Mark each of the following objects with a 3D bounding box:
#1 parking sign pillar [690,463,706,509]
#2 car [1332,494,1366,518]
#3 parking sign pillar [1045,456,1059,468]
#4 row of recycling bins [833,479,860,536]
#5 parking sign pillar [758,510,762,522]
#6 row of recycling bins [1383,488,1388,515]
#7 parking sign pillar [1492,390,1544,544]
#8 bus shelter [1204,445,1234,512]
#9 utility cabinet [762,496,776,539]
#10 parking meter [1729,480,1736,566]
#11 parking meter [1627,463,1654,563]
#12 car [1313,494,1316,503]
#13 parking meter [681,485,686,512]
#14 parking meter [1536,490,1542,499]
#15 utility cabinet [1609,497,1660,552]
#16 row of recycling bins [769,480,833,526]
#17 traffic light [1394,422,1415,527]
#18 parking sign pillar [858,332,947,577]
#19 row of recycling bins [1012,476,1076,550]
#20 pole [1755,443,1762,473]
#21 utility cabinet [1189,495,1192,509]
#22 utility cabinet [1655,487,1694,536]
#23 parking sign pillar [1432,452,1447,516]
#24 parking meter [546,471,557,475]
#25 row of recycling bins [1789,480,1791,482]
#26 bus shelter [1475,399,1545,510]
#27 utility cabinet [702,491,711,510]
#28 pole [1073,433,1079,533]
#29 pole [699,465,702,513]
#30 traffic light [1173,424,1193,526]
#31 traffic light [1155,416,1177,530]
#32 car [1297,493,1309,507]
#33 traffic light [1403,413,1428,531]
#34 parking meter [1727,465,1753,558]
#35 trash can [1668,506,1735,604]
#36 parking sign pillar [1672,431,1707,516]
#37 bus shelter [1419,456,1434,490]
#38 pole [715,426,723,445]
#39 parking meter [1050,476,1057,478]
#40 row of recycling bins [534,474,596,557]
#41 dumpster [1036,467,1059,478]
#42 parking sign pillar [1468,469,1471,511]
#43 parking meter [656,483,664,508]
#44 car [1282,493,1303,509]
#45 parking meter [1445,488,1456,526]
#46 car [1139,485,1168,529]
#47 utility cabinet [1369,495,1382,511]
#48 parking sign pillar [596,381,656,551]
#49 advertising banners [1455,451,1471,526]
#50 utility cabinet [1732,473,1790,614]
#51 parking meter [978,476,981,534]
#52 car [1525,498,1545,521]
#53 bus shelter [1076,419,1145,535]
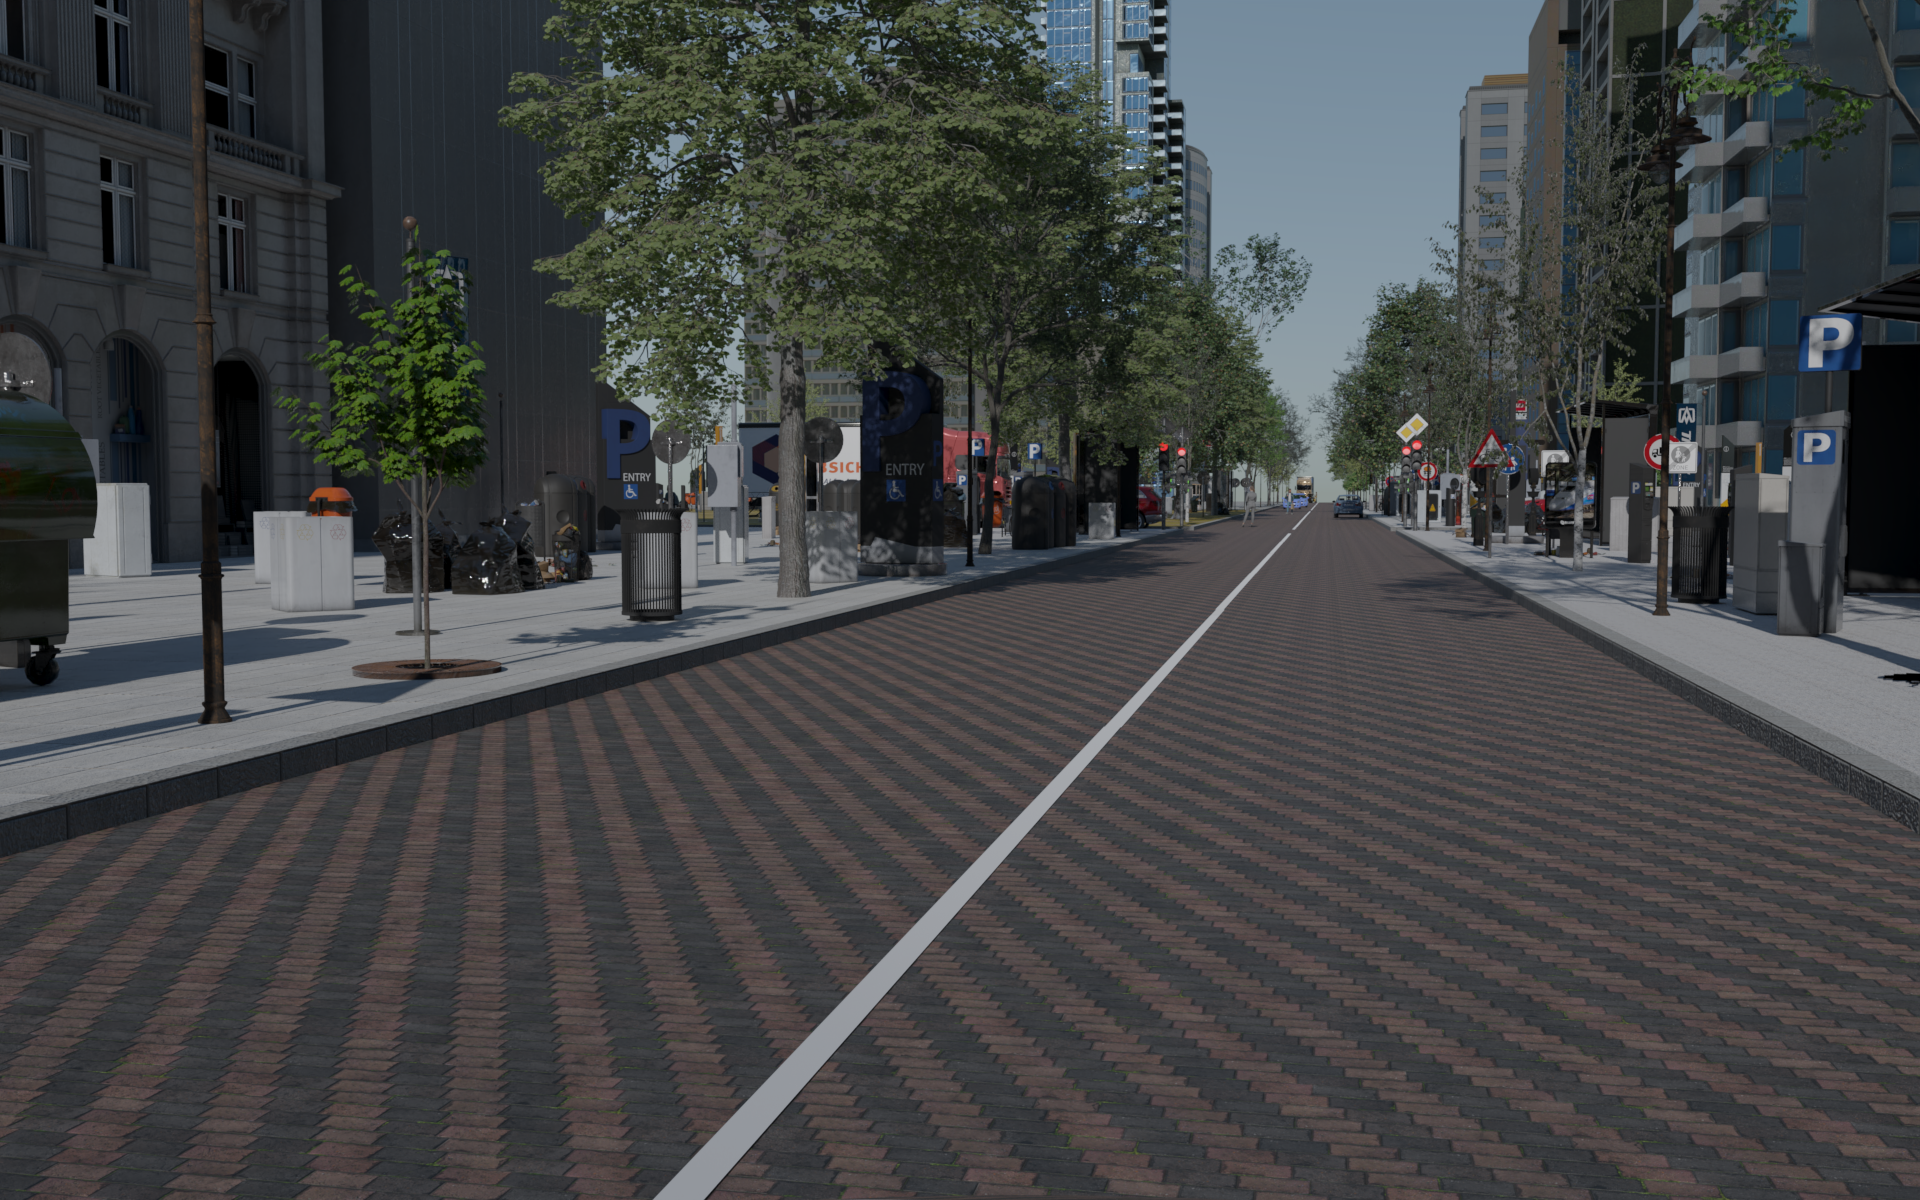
[{"bbox_3d":[-22.399,-9.758,148.021,1.447,3.967,1.447,1,4,18],"label":"parking sign pillar"},{"bbox_3d":[23.621,-5.702,105.232,2.014,1.417,4.499,1,4,13],"label":"car"},{"bbox_3d":[6.786,-8.290,124.018,1.447,3.967,1.447,0,4,-8],"label":"parking sign pillar"},{"bbox_3d":[-1.958,-2.663,50.648,3.534,1.692,1.069,3,4,38],"label":"row of recycling bins"},{"bbox_3d":[-8.475,-5.526,78.830,1.447,3.967,1.447,0,4,5],"label":"parking sign pillar"},{"bbox_3d":[26.274,-6.011,105.391,1.069,1.692,3.534,1,4,13],"label":"row of recycling bins"},{"bbox_3d":[14.585,-3.480,45.374,1.447,3.967,1.447,1,4,16],"label":"parking sign pillar"},{"bbox_3d":[19.358,-9.291,129.541,2.179,5.291,8.768,1,4,12],"label":"bus shelter"},{"bbox_3d":[-5.537,-2.382,50.115,0.306,1.237,1.020,0,4,0],"label":"utility cabinet"},{"bbox_3d":[13.934,-1.373,30.865,0.372,1.533,0.369,0,3,0],"label":"parking meter"},{"bbox_3d":[12.629,-1.616,32.126,0.255,1.863,0.399,-2,4,-26],"label":"parking meter"},{"bbox_3d":[58.469,-17.024,288.570,2.015,1.641,3.980,1,4,14],"label":"car"},{"bbox_3d":[-17.890,-6.500,111.983,0.255,1.863,0.399,0,4,-2],"label":"parking meter"},{"bbox_3d":[39.706,-6.748,118.735,0.372,1.533,0.369,0,3,0],"label":"parking meter"},{"bbox_3d":[15.141,-1.694,38.853,1.020,1.237,0.306,2,4,32],"label":"utility cabinet"},{"bbox_3d":[-5.424,-3.305,61.145,3.534,1.692,1.069,3,5,42],"label":"row of recycling bins"},{"bbox_3d":[17.503,-4.842,68.080,0.839,4.253,0.868,1,4,12],"label":"traffic light"},{"bbox_3d":[-0.925,-2.384,27.457,1.447,3.967,1.447,2,4,26],"label":"parking sign pillar"},{"bbox_3d":[1.987,-2.093,41.331,1.069,1.692,3.534,1,4,18],"label":"row of recycling bins"},{"bbox_3d":[31.623,-4.575,68.643,0.158,3.312,0.155,0,3,0],"label":"pole"},{"bbox_3d":[18.787,-7.962,141.338,0.306,1.237,1.020,2,4,29],"label":"utility cabinet"},{"bbox_3d":[21.647,-2.687,52.617,1.173,1.500,0.318,2,4,27],"label":"utility cabinet"},{"bbox_3d":[28.090,-6.967,102.389,1.447,3.967,1.447,0,4,-3],"label":"parking sign pillar"},{"bbox_3d":[-10.477,-2.369,44.447,0.255,1.863,0.399,-1,4,-17],"label":"parking meter"},{"bbox_3d":[20.680,-2.183,42.809,1.069,1.692,3.534,-2,4,-33],"label":"row of recycling bins"},{"bbox_3d":[22.295,-5.697,70.773,2.179,5.291,8.768,1,4,12],"label":"bus shelter"},{"bbox_3d":[-20.119,-7.854,137.096,0.318,1.500,1.173,3,5,45],"label":"utility cabinet"},{"bbox_3d":[3.859,-3.897,57.553,0.158,3.312,0.155,0,3,0],"label":"pole"},{"bbox_3d":[-18.045,-7.740,120.398,0.158,3.312,0.155,0,3,0],"label":"pole"},{"bbox_3d":[8.976,-4.950,69.858,0.839,4.253,0.868,1,4,12],"label":"traffic light"},{"bbox_3d":[7.325,-4.472,62.045,0.839,4.253,0.868,1,4,12],"label":"traffic light"},{"bbox_3d":[36.762,-10.874,187.375,1.945,1.707,3.694,1,4,11],"label":"car"},{"bbox_3d":[15.852,-4.364,60.266,0.839,4.253,0.868,1,4,12],"label":"traffic light"},{"bbox_3d":[15.494,-1.757,34.436,0.399,1.863,0.255,0,4,4],"label":"parking meter"},{"bbox_3d":[8.710,-0.534,20.393,0.748,1.137,0.748,0,3,0],"label":"trash can"},{"bbox_3d":[30.931,-5.198,73.464,1.447,3.967,1.447,3,5,41],"label":"parking sign pillar"},{"bbox_3d":[32.145,-8.604,118.304,2.179,5.291,8.768,1,4,12],"label":"bus shelter"},{"bbox_3d":[-7.212,-3.551,51.908,0.158,3.312,0.155,0,3,0],"label":"pole"},{"bbox_3d":[3.106,-3.148,57.188,0.255,1.863,0.399,1,4,14],"label":"parking meter"},{"bbox_3d":[-8.400,-1.813,36.754,1.069,1.692,3.534,0,4,-4],"label":"row of recycling bins"},{"bbox_3d":[3.156,-3.673,62.548,1.502,2.255,1.985,1,4,12],"label":"dumpster"},{"bbox_3d":[39.171,-8.749,131.513,1.447,3.967,1.447,3,5,41],"label":"parking sign pillar"},{"bbox_3d":[-15.813,-5.225,91.147,0.255,1.863,0.399,3,5,40],"label":"parking meter"},{"bbox_3d":[31.454,-9.444,163.994,1.945,1.707,3.694,1,4,11],"label":"car"},{"bbox_3d":[19.458,-3.687,68.700,0.372,1.533,0.369,0,3,0],"label":"parking meter"},{"bbox_3d":[5.346,-3.562,66.914,5.304,1.827,2.281,1,4,13],"label":"car"},{"bbox_3d":[32.446,-7.585,135.169,0.306,1.237,1.020,-3,5,-40],"label":"utility cabinet"},{"bbox_3d":[-7.682,-3.145,39.890,1.447,3.967,1.447,-2,4,-35],"label":"parking sign pillar"},{"bbox_3d":[20.382,-4.563,70.787,0.090,3.025,2.074,-1,4,-10],"label":"advertising banners"},{"bbox_3d":[8.695,-0.619,18.800,0.318,1.500,1.173,1,4,13],"label":"utility cabinet"},{"bbox_3d":[0.513,-3.080,56.072,0.255,1.863,0.399,1,4,10],"label":"parking meter"},{"bbox_3d":[22.606,-3.331,63.128,5.304,1.827,2.281,1,4,10],"label":"car"},{"bbox_3d":[5.113,-4.039,57.315,1.731,3.624,6.357,1,4,12],"label":"bus shelter"}]
